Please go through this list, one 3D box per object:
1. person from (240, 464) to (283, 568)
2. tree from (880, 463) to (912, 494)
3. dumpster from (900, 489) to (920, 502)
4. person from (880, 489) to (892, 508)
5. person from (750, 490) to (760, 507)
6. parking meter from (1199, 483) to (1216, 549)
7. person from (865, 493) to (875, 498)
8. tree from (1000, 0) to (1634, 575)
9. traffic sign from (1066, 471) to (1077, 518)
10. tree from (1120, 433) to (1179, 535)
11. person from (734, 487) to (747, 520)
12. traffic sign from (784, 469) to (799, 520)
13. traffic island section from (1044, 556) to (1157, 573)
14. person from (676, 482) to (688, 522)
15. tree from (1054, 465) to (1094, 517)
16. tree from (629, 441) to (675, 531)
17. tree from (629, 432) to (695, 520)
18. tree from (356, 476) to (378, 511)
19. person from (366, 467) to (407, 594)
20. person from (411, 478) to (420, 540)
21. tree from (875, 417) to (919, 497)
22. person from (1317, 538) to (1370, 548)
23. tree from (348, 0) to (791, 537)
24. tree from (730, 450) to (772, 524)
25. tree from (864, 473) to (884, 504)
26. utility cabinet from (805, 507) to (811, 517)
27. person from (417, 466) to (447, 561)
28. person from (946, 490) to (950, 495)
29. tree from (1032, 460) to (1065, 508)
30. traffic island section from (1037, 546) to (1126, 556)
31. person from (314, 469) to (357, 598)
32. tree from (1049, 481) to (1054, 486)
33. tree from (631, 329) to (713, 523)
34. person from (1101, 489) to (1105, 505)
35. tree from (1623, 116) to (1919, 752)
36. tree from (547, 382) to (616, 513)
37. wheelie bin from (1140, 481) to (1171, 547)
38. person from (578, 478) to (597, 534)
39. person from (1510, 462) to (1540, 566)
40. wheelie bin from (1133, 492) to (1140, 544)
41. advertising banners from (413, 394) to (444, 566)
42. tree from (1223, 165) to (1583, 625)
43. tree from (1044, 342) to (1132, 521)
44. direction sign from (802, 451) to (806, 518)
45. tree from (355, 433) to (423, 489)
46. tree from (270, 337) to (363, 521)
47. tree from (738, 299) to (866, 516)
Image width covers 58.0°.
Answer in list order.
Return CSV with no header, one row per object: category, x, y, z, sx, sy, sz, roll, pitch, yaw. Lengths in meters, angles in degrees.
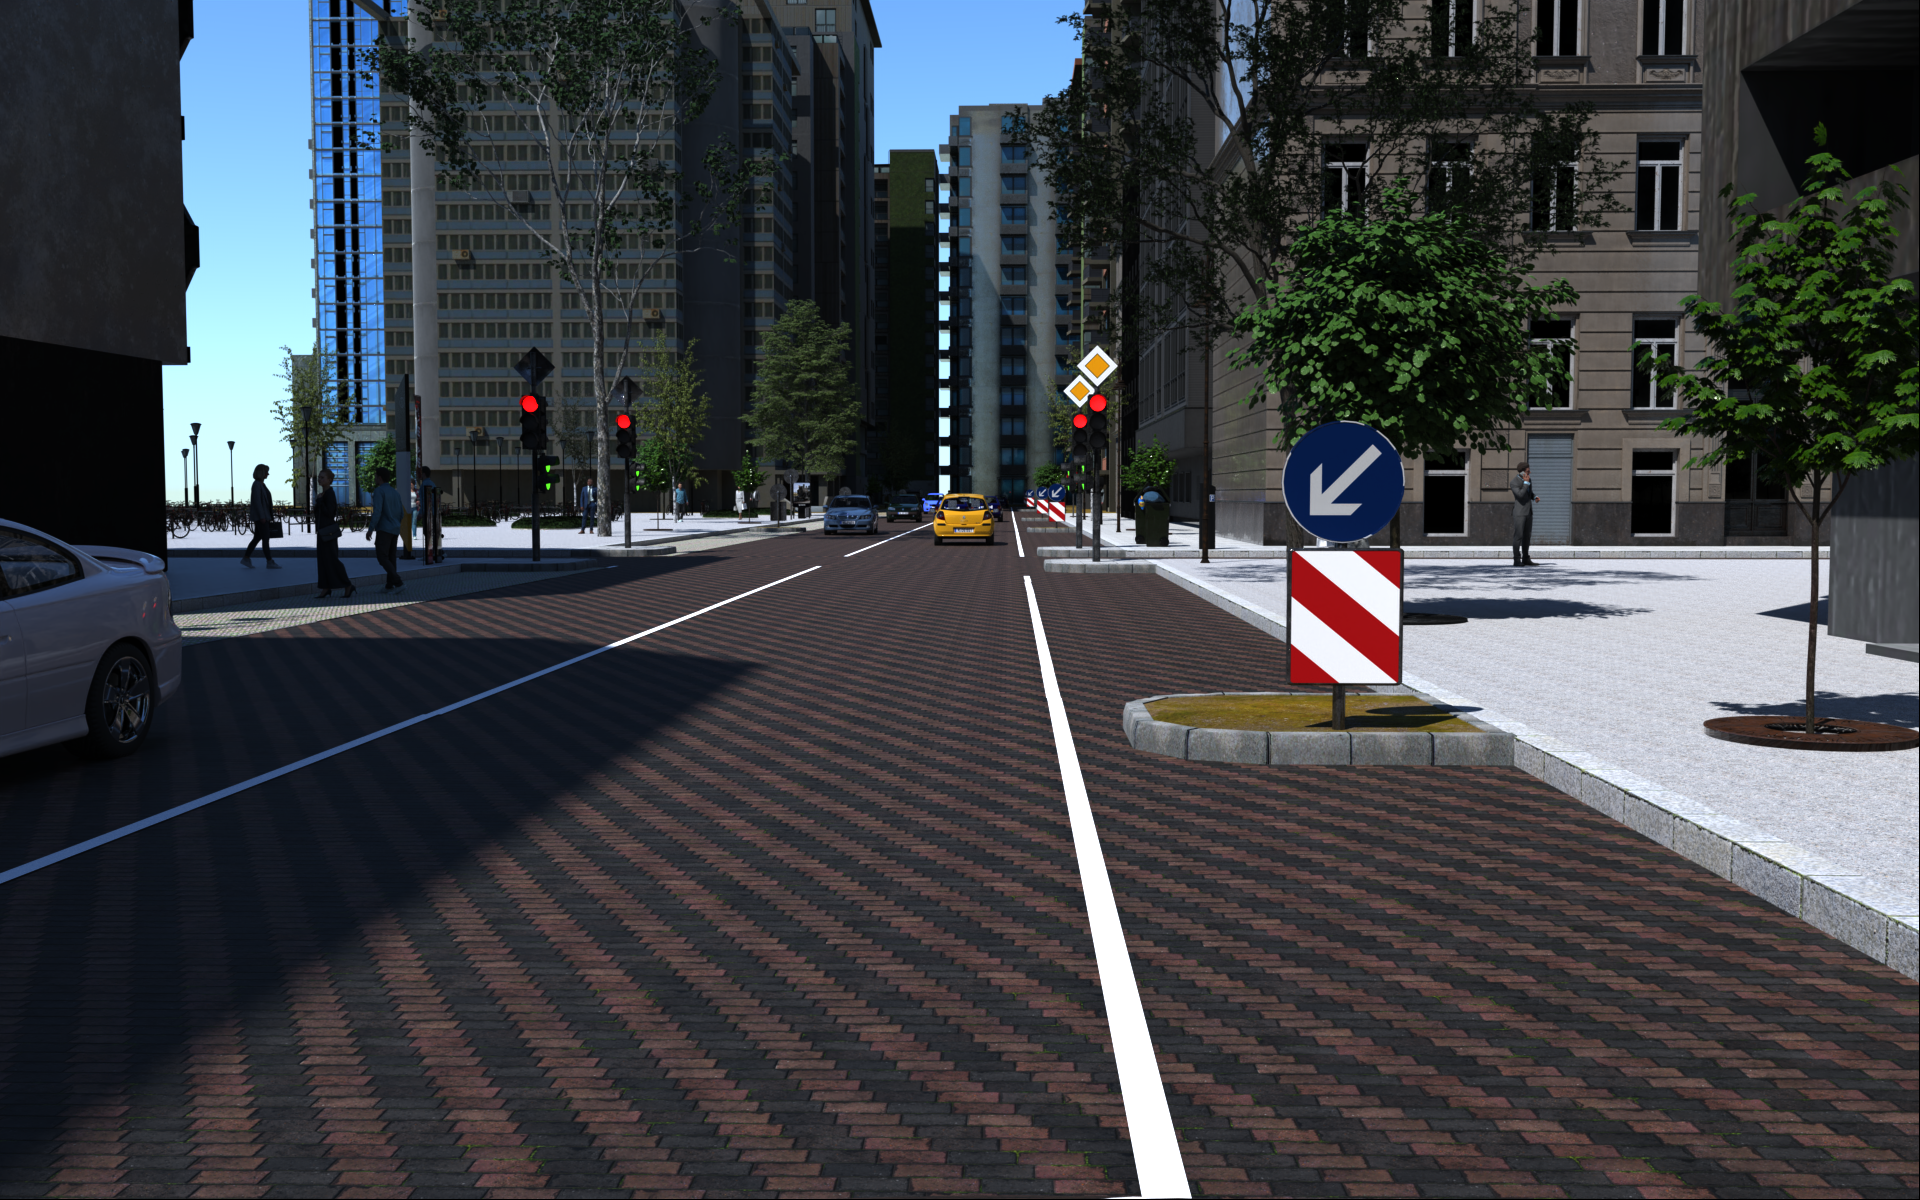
person,-12.085,-1.452,29.963,0.728,1.800,0.709,0,4,-6
tree,-6.573,-12.005,179.998,4.285,4.588,4.351,0,3,0
dumpster,-4.495,-8.996,155.295,1.865,1.857,1.264,0,4,0
person,-6.673,-9.201,157.211,1.217,1.736,0.721,1,4,19
person,-13.448,-6.553,113.578,0.661,1.777,0.834,0,4,1
parking meter,5.752,-1.949,40.274,0.372,1.533,0.369,0,3,0
person,-8.368,-9.449,160.164,1.348,1.869,0.705,3,5,43
tree,4.617,-5.444,23.425,8.767,10.594,7.601,0,4,7
traffic sign,6.189,-5.776,94.543,0.768,2.556,0.104,1,4,8
tree,6.068,-3.679,54.751,1.663,3.219,1.824,0,3,0
person,-10.943,-4.896,86.452,0.694,1.780,0.624,3,4,36
traffic sign,-8.421,-5.275,86.359,0.768,2.556,0.104,0,4,7
traffic island section,2.608,-0.647,32.855,2.009,0.180,2.903,0,4,2
person,-12.903,-4.518,79.929,0.660,1.820,0.620,-2,4,-34
tree,6.592,-6.279,97.259,1.663,3.219,1.824,0,3,0
tree,-10.552,-4.053,60.868,1.663,3.219,1.824,0,3,0
tree,-14.991,-6.321,87.055,4.285,4.588,4.351,0,3,0
tree,-33.558,-6.350,98.426,1.663,3.219,1.824,0,3,0
person,-8.148,-0.991,24.729,0.620,1.820,0.660,1,4,11
person,-15.428,-2.557,48.693,0.563,1.720,0.643,-2,4,-29
tree,-6.290,-13.115,164.793,4.737,8.622,4.395,0,3,0
person,5.483,-1.121,24.716,0.694,1.780,0.624,-1,4,-22
tree,-11.356,-11.898,50.427,12.611,20.169,13.585,0,3,0
tree,-9.276,-4.942,75.398,1.663,3.219,1.824,0,3,0
tree,-7.339,-9.170,144.531,1.663,3.219,1.824,0,3,0
utility cabinet,-8.519,-5.165,95.608,0.306,1.237,1.020,1,4,11
person,-10.152,-1.664,33.265,0.620,1.820,0.660,0,4,-3
person,-0.943,-8.502,148.033,0.617,1.759,0.750,0,4,4
tree,8.484,-11.050,164.381,4.285,4.588,4.351,0,3,0
traffic island section,2.831,-1.135,40.837,2.009,0.180,2.903,0,4,2
person,-8.630,-0.907,23.755,0.576,1.772,0.534,3,5,40
tree,7.781,-8.637,135.808,1.663,3.219,1.824,0,3,0
tree,-12.683,-7.718,76.555,4.737,8.622,4.395,0,3,0
person,7.145,-5.081,89.215,0.635,1.810,0.391,1,4,22
tree,4.342,-0.883,9.046,1.663,3.219,1.824,0,3,0
tree,-25.117,-9.997,113.815,4.360,8.622,3.978,0,3,0
wheelie bin,4.796,-2.097,42.198,0.693,1.594,0.980,0,4,6
person,-12.025,-3.052,56.119,0.721,1.800,0.419,-1,4,-15
person,10.083,-1.526,30.795,0.655,1.846,0.447,-3,5,-41
wheelie bin,4.802,-2.238,44.500,0.693,1.594,0.980,0,4,5
advertising banners,-9.663,-2.158,31.477,0.090,3.025,2.074,0,4,-4
tree,4.388,-2.071,17.582,4.285,4.588,4.351,0,3,0
tree,6.109,-8.113,83.016,4.737,8.622,4.395,0,3,0
direction sign,-8.404,-6.146,92.481,0.379,3.537,0.876,0,4,-6
tree,-29.587,-6.515,90.232,4.285,4.588,4.351,0,3,0
tree,-30.675,-8.054,82.045,4.737,8.622,4.395,0,3,0
tree,-9.199,-11.223,101.620,7.486,12.596,7.792,0,3,0
